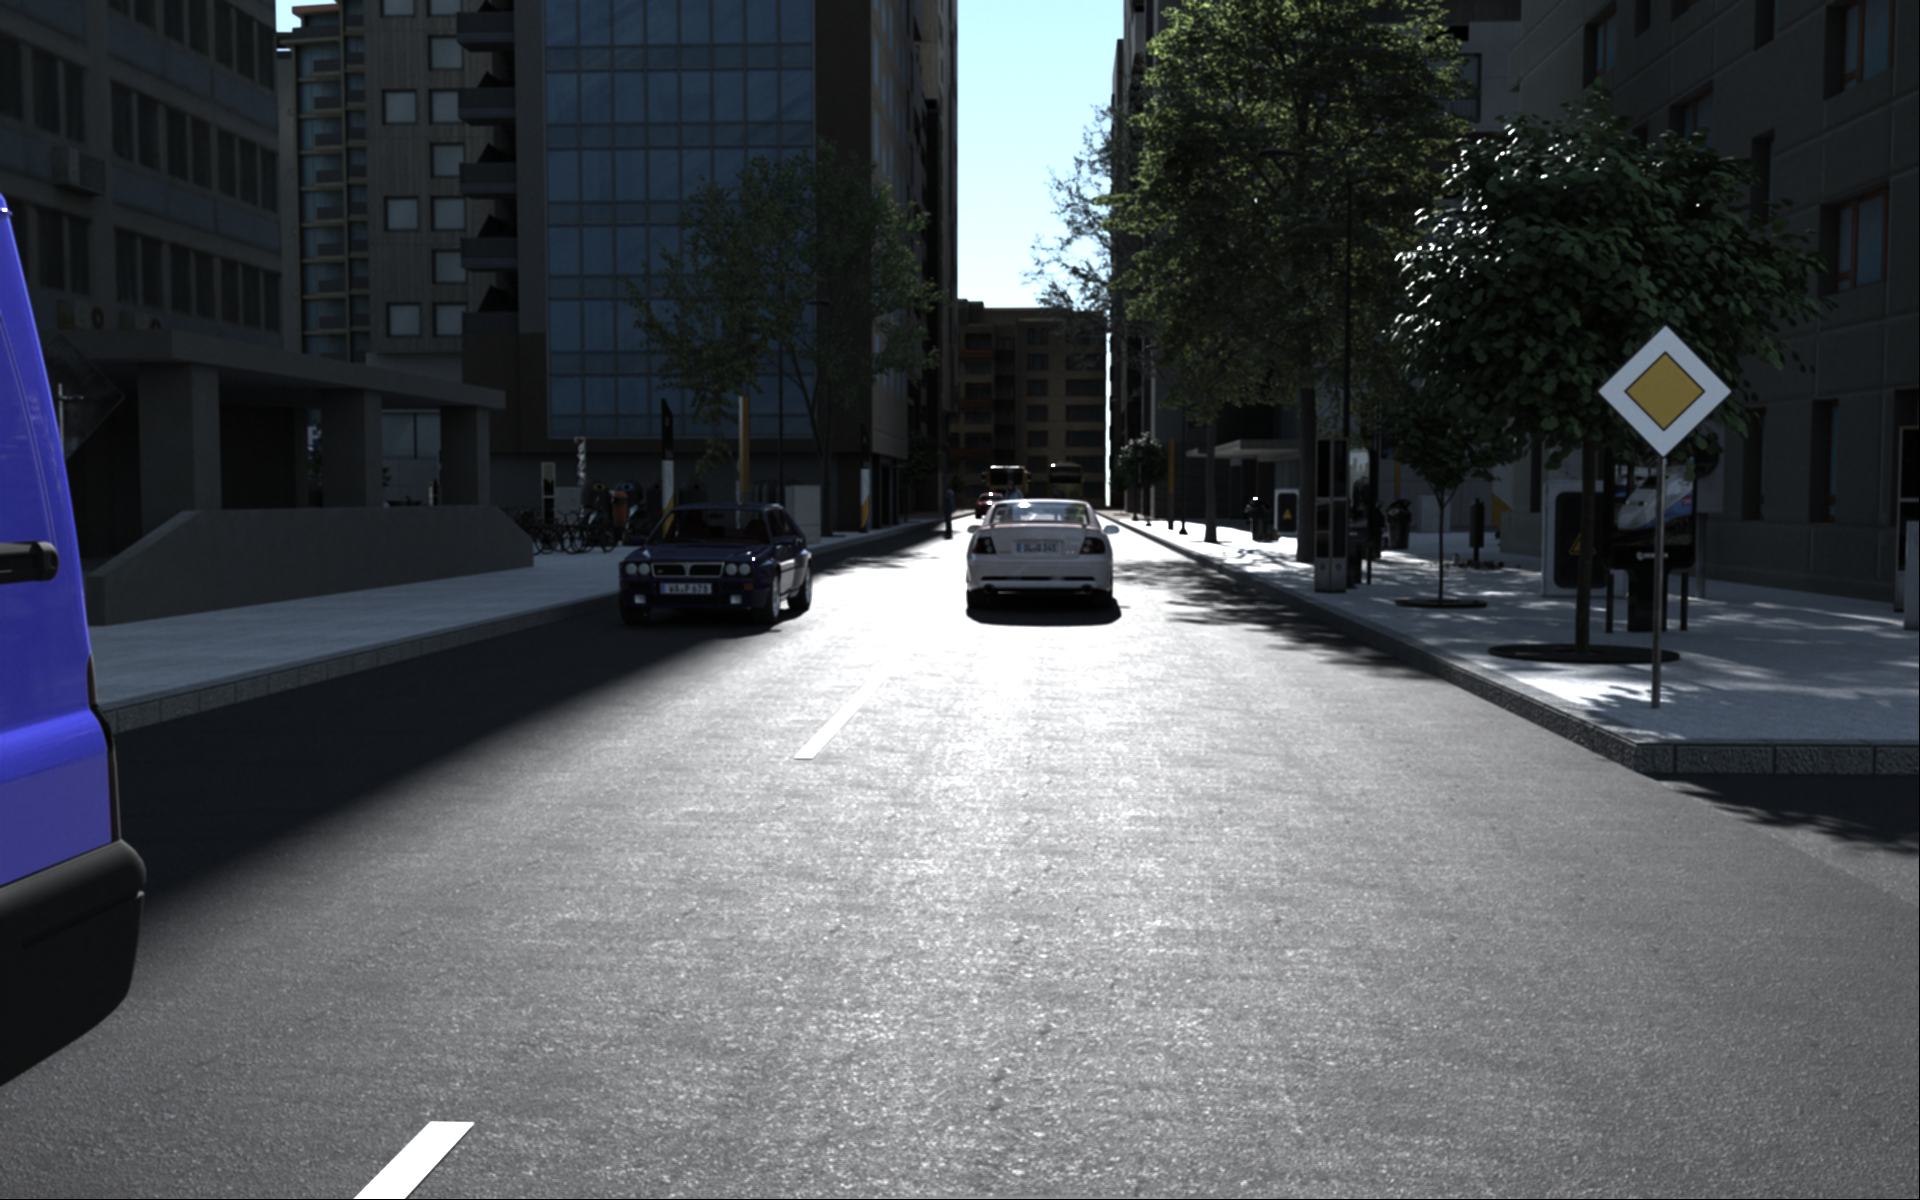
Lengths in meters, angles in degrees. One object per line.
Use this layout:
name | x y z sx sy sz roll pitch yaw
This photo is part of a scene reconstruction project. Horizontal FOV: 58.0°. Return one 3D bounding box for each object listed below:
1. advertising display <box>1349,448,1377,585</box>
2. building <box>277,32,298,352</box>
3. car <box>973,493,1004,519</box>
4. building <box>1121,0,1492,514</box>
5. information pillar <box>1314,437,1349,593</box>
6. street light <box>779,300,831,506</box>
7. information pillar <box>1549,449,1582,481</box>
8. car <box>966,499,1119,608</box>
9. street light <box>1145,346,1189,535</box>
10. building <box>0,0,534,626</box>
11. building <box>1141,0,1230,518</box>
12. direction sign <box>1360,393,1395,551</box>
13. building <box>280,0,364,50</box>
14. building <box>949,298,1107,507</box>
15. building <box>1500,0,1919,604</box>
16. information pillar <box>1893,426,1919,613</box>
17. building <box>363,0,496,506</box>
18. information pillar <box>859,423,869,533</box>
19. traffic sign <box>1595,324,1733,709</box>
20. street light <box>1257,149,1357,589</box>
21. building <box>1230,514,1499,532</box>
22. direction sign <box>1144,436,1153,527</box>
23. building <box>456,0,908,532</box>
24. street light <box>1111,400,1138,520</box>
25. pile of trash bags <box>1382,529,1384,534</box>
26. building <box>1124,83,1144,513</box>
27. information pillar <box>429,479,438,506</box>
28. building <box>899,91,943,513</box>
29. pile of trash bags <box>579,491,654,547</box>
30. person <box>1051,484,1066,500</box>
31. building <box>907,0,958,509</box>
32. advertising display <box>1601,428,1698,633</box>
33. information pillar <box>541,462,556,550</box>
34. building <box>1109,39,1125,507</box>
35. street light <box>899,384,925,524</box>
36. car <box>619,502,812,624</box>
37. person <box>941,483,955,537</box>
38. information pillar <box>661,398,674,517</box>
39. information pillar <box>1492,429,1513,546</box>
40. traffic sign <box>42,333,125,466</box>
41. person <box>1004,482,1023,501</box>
advertising display | 5.635 -1.204 24.892 0.123 1.923 0.974 -1 4 -22
building | -63.186 -28.939 156.748 14.086 41.232 14.154 0 4 3
car | 1.860 -5.686 102.009 2.155 1.783 4.494 0 4 4
building | 27.538 -33.992 145.000 28.713 52.752 27.495 0 4 3
information pillar | 4.828 -1.102 22.512 0.304 2.012 0.304 -2 4 -32
street light | -3.773 -4.224 41.606 1.470 5.913 1.316 0 4 3
information pillar | 9.302 -2.158 26.642 0.504 3.616 0.183 0 4 7
car | 1.098 -0.661 23.170 2.083 1.381 4.827 0 4 4
street light | 6.485 -5.005 54.373 1.470 5.913 1.316 0 4 3
building | -24.007 -20.275 23.381 32.217 40.220 23.993 0 4 3
building | 21.482 -34.307 102.923 21.231 58.520 28.212 0 4 3
direction sign | 9.363 -2.867 38.865 0.876 3.537 0.379 3 5 44
building | -41.818 -30.396 151.595 28.867 44.769 22.147 0 4 3
building | 0.699 -20.761 184.487 28.899 21.520 27.650 0 4 3
building | 25.595 -10.886 23.028 28.899 21.520 27.650 0 4 3
information pillar | 10.320 -0.870 18.722 0.304 2.012 0.304 3 5 39
building | -16.385 -31.270 100.508 28.713 52.752 27.495 0 4 3
information pillar | -3.133 -4.013 56.969 0.183 3.616 0.504 1 4 22
traffic sign | 4.161 -0.408 10.307 0.795 2.450 0.064 0 4 3
street light | 4.692 -3.113 23.441 1.470 5.913 1.316 0 4 3
building | 23.520 -29.401 69.948 28.713 52.752 27.495 0 4 3
direction sign | 7.447 -4.673 68.401 0.379 3.537 0.876 0 4 1
building | -9.454 -25.343 64.467 14.600 45.320 14.200 0 4 3
street light | 8.108 -6.897 85.314 1.470 5.913 1.316 0 4 3
pile of trash bags | 11.956 -2.839 56.176 3.447 1.369 1.912 0 4 5
building | 18.914 -21.613 125.071 14.160 30.474 14.107 0 4 3
information pillar | -25.782 -4.914 84.844 0.304 2.012 0.304 3 5 40
building | -8.692 -21.398 121.562 14.160 30.474 14.107 0 4 3
pile of trash bags | -8.643 -2.082 43.785 1.912 1.369 3.447 -1 4 -10
person | 3.999 -3.777 70.067 0.655 1.846 0.447 1 4 16
building | -13.851 -34.093 146.666 27.495 52.752 28.713 0 4 3
advertising display | 6.407 -0.666 16.095 0.974 1.923 0.123 -1 4 -19
information pillar | -9.441 -2.156 39.738 0.304 2.012 0.304 -1 4 -17
building | 26.185 -33.899 177.945 21.600 48.544 21.300 0 4 3
street light | -2.151 -6.142 72.955 1.470 5.913 1.316 0 4 3
car | -2.805 -0.474 20.333 1.945 1.354 3.894 0 4 3
person | -0.378 -2.997 57.683 0.419 1.800 0.721 -1 4 -9
information pillar | -7.184 -3.131 42.546 0.183 3.616 0.504 1 4 16
information pillar | 13.412 -3.142 42.719 0.504 3.616 0.183 2 4 31
traffic sign | -5.617 -0.441 10.860 0.795 2.450 0.064 0 4 3
person | 1.633 -2.571 50.803 0.793 1.790 0.793 0 4 -5
